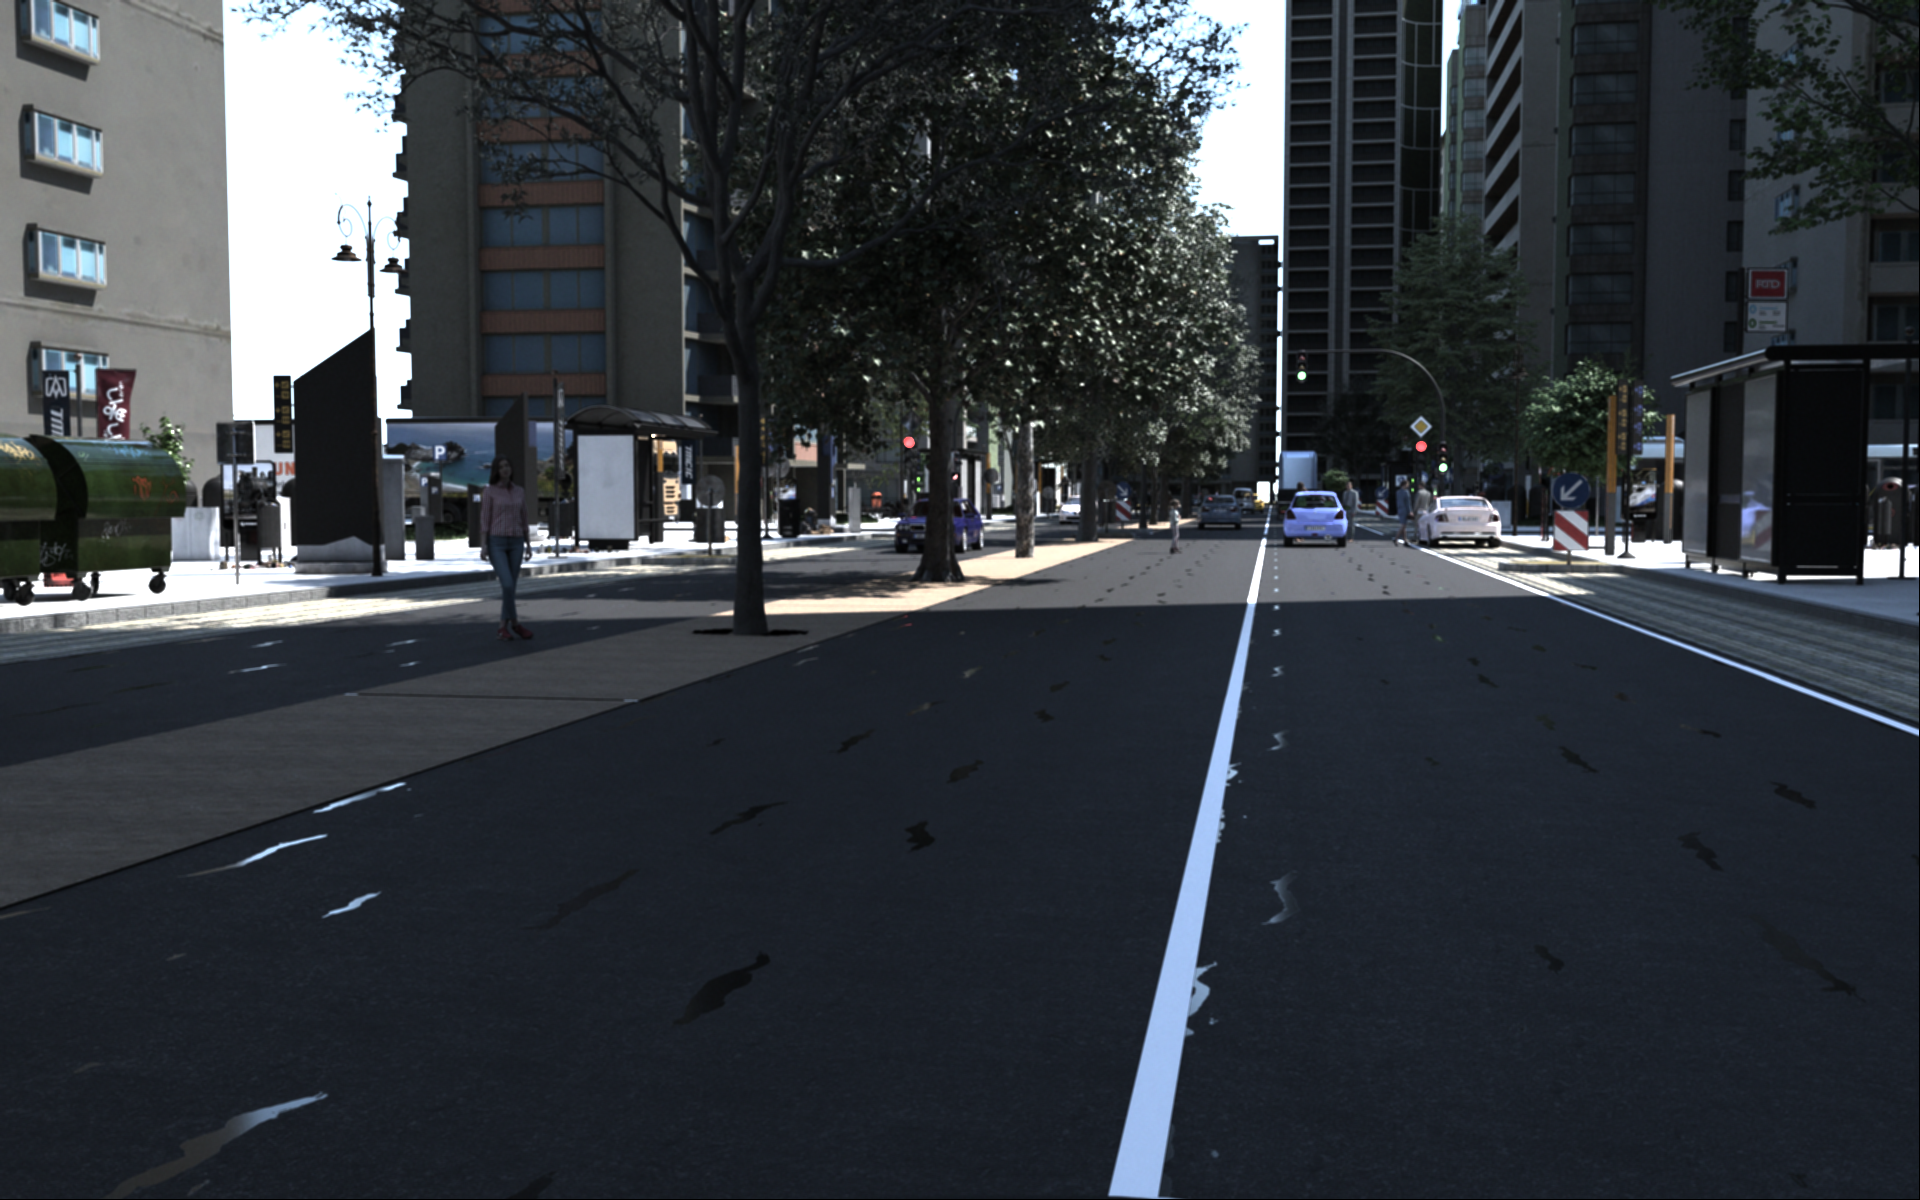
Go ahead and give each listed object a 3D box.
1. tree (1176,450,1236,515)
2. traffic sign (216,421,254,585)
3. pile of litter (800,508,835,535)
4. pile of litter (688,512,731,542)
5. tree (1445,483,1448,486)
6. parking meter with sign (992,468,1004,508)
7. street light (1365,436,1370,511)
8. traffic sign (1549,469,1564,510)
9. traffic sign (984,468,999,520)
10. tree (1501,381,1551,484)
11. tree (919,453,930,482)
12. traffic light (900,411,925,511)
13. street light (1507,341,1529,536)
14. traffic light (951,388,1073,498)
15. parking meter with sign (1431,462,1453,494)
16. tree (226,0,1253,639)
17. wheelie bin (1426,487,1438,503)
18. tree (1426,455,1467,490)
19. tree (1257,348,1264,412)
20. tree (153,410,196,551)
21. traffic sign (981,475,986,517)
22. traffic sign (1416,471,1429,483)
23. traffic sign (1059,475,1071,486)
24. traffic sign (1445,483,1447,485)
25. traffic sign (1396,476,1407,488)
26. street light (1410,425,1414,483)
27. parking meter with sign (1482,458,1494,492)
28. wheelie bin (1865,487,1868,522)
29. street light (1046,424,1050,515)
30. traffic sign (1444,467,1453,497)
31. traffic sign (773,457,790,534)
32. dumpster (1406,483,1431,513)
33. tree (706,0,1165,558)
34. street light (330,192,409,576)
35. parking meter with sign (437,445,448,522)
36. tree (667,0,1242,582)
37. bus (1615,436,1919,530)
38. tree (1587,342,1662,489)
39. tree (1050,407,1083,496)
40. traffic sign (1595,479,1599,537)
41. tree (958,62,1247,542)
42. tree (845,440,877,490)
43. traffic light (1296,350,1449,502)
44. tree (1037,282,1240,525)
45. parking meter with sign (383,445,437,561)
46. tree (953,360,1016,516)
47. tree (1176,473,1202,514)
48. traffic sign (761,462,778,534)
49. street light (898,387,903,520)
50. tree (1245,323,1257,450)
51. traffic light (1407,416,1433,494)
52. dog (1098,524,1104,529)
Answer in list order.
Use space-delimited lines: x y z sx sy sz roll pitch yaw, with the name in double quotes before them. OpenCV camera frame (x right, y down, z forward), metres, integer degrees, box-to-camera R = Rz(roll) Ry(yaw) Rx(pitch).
"tree" 15.656 -12.110 118.587 7.486 12.596 7.792 0 3 0
"traffic sign" -10.202 -1.362 24.399 0.606 2.300 0.079 1 4 15
"pile of litter" -4.479 -2.495 54.761 1.176 0.858 1.719 2 4 35
"pile of litter" -6.748 -1.994 46.568 1.176 0.858 1.719 0 4 -4
"tree" 32.287 -7.521 117.562 1.663 3.219 1.824 0 3 0
"parking meter with sign" 2.467 -7.323 115.988 0.543 3.016 1.738 -2 4 -25
"street light" 31.614 -9.882 134.359 0.468 5.910 1.993 1 4 10
"traffic sign" 16.836 -2.959 48.375 0.884 2.594 0.081 1 4 11
"traffic sign" 1.540 -5.229 85.597 0.768 2.556 0.104 1 4 15
"tree" 36.733 -9.801 110.603 4.737 8.622 4.395 0 3 0
"tree" -1.469 -7.893 112.765 4.285 4.588 4.351 0 3 0
"traffic light" -1.598 -4.175 57.179 0.839 4.253 0.868 1 4 10
"street light" 16.825 -4.866 52.349 0.468 5.910 1.993 1 4 10
"traffic light" 1.898 -5.507 64.699 4.771 5.953 1.251 1 4 10
"parking meter with sign" 25.793 -5.945 93.464 1.738 3.016 0.543 0 4 3
"tree" -2.130 -6.375 17.061 12.009 13.543 11.850 0 3 0
"wheelie bin" 21.141 -4.274 77.784 0.693 1.594 0.980 2 4 27
"tree" 34.149 -8.512 122.892 4.285 4.588 4.351 0 3 0
"tree" 13.024 -11.677 100.023 9.857 13.997 8.962 0 3 0
"tree" -18.003 -2.745 39.489 1.663 3.219 1.824 0 3 0
"traffic sign" 1.417 -5.697 95.269 0.606 2.300 0.079 1 4 11
"traffic sign" 25.495 -5.847 95.709 0.768 2.556 0.104 1 4 14
"traffic sign" 7.227 -7.318 119.647 0.884 2.594 0.081 1 4 17
"traffic sign" 27.428 -6.013 98.421 0.768 2.556 0.104 1 4 11
"traffic sign" 23.884 -5.606 93.782 0.606 2.300 0.079 1 4 14
"street light" 23.836 -7.244 91.233 0.468 5.910 1.993 1 4 10
"parking meter with sign" 25.836 -5.422 84.905 0.543 3.016 1.738 1 4 14
"wheelie bin" 16.722 -1.527 32.876 0.693 1.594 0.980 -1 4 -22
"street light" 5.471 -8.268 107.963 0.468 5.910 1.993 1 4 10
"traffic sign" 23.435 -5.061 82.860 0.768 2.556 0.104 1 4 13
"traffic sign" -5.775 -3.358 55.015 0.768 2.556 0.104 1 4 15
"dumpster" 23.209 -5.007 87.628 1.264 1.857 1.865 1 4 10
"tree" 0.408 -11.062 39.202 12.611 20.169 13.585 0 3 0
"street light" -9.123 -3.311 26.925 0.468 5.910 1.993 1 4 10
"parking meter with sign" -18.562 -3.932 60.545 0.543 3.016 1.738 1 4 13
"tree" -0.316 -6.650 28.189 9.611 12.733 9.660 0 3 0
"bus" 28.010 -3.690 55.186 13.247 3.499 2.948 1 4 11
"tree" 32.185 -8.234 84.995 4.737 8.622 4.395 0 3 0
"tree" 8.251 -10.910 128.736 4.360 8.622 3.978 0 3 0
"traffic sign" 19.194 -3.182 52.133 0.768 2.556 0.104 1 4 18
"tree" 3.823 -8.725 51.769 9.857 13.997 8.962 0 3 0
"tree" -7.025 -10.092 115.366 4.360 8.622 3.978 0 3 0
"traffic light" 12.972 -4.878 54.425 4.771 5.953 1.251 1 4 10
"tree" 8.981 -9.233 79.166 9.928 11.665 9.643 0 3 0
"parking meter with sign" -11.092 -2.278 33.499 1.738 3.016 0.543 -1 4 -15
"tree" 3.288 -10.815 102.581 9.928 11.665 9.643 0 3 0
"tree" 17.246 -10.533 125.036 4.360 8.622 3.978 0 3 0
"traffic sign" -5.912 -3.219 52.736 0.768 2.556 0.104 1 4 17
"street light" -2.210 -5.680 65.652 0.468 5.910 1.993 1 4 10
"tree" 10.501 -11.015 89.202 9.857 13.997 8.962 0 3 0
"traffic light" 16.469 -4.473 62.052 0.839 4.253 0.868 1 4 10
"dog" 5.569 -2.987 68.124 0.406 0.507 0.540 -1 4 -23
